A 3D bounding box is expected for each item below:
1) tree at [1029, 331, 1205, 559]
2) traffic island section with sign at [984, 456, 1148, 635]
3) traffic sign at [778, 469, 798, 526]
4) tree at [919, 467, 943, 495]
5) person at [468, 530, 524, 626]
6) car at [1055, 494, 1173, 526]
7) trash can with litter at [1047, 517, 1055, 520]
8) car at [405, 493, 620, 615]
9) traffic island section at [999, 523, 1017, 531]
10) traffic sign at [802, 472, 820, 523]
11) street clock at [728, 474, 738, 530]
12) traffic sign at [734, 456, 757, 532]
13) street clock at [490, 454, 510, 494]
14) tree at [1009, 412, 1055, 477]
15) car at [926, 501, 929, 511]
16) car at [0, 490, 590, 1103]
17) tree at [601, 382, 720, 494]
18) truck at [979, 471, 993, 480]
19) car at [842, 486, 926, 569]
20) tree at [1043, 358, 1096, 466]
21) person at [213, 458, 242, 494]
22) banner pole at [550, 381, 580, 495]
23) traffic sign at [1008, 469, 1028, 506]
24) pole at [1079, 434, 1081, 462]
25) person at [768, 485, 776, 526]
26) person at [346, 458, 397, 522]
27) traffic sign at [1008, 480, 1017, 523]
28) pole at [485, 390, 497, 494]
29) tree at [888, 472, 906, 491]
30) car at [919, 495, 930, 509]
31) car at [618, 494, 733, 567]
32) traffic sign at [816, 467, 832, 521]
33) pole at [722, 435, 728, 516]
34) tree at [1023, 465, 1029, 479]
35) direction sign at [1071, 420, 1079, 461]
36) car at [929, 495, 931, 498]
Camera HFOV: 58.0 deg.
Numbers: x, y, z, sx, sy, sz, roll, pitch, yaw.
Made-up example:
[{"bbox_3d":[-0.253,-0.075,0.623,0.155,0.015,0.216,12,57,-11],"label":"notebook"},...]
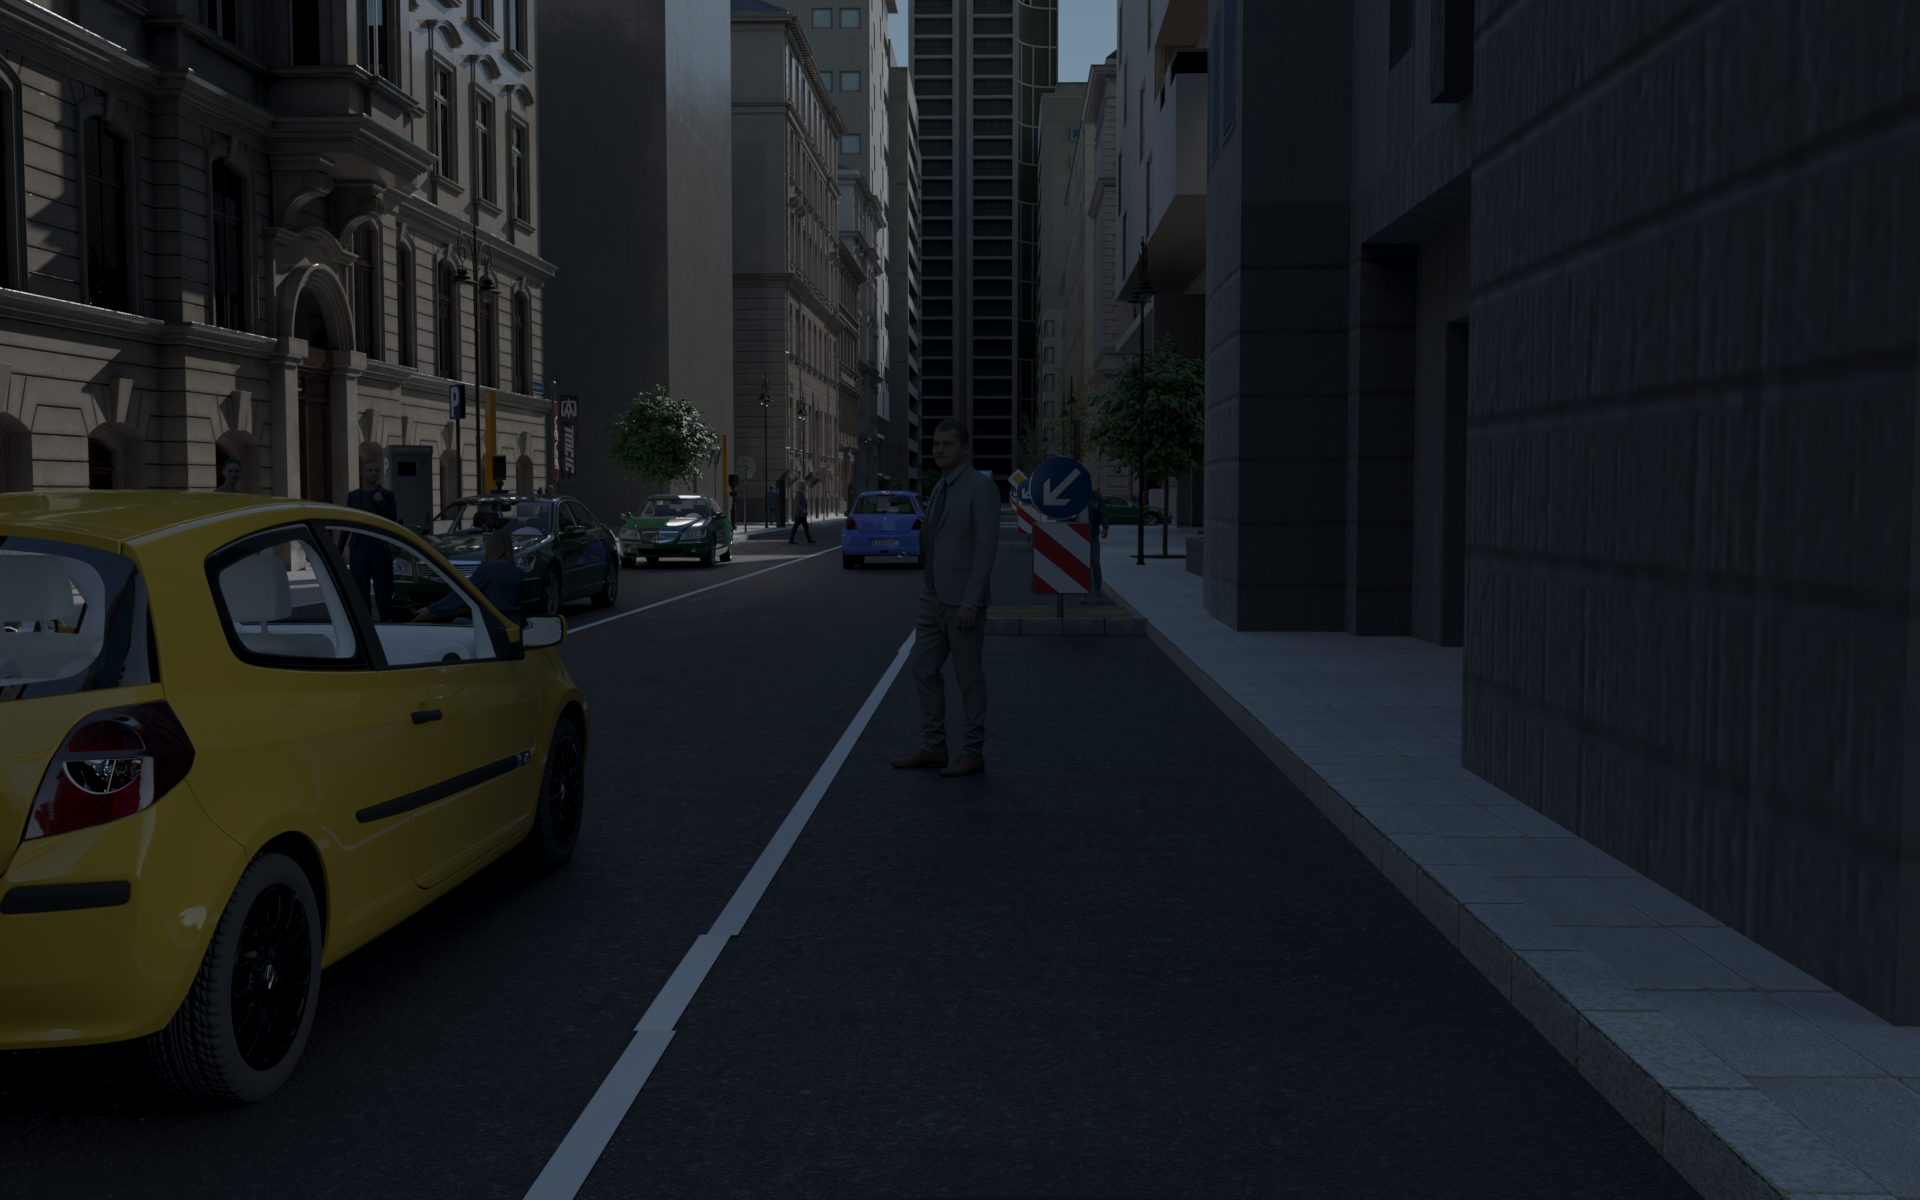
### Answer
[{"bbox_3d":[4.193,-3.130,34.896,4.285,4.588,4.351,0,3,0],"label":"tree"},{"bbox_3d":[0.958,-0.612,18.633,1.989,1.847,2.006,0,4,2],"label":"traffic island section with sign"},{"bbox_3d":[-6.802,-3.971,68.571,0.795,2.450,0.064,0,4,2],"label":"traffic sign"},{"bbox_3d":[-3.455,-13.743,208.415,4.285,4.588,4.351,0,3,0],"label":"tree"},{"bbox_3d":[-3.808,0.019,13.693,1.012,1.151,0.738,-3,5,-41],"label":"person"},{"bbox_3d":[6.395,-3.681,71.978,4.920,1.459,2.131,0,4,1],"label":"car"},{"bbox_3d":[4.744,-4.591,86.446,0.624,1.170,1.055,-2,4,-30],"label":"trash can with litter"},{"bbox_3d":[-5.378,-0.547,20.748,2.131,1.459,4.920,0,4,2],"label":"car"},{"bbox_3d":[2.312,-2.819,68.379,2.009,0.180,2.903,0,4,2],"label":"traffic island section"},{"bbox_3d":[-6.583,-4.459,76.553,0.795,2.450,0.064,0,4,2],"label":"traffic sign"},{"bbox_3d":[-8.033,-3.477,61.417,0.358,2.002,0.471,1,4,12],"label":"street clock"},{"bbox_3d":[-7.196,-3.544,58.046,0.768,2.556,0.104,0,4,3],"label":"traffic sign"},{"bbox_3d":[-8.416,-1.658,31.683,0.358,2.002,0.471,-1,4,-18],"label":"street clock"},{"bbox_3d":[6.494,-12.487,154.523,4.360,8.622,3.978,0,3,0],"label":"tree"},{"bbox_3d":[-0.659,-4.679,85.302,1.959,1.807,4.718,0,4,3],"label":"car"},{"bbox_3d":[-2.403,0.287,5.531,2.015,1.641,3.980,0,4,2],"label":"car"},{"bbox_3d":[-8.668,-4.079,50.403,4.285,4.588,4.351,0,3,0],"label":"tree"},{"bbox_3d":[2.573,-12.476,193.748,2.967,4.110,18.799,0,4,1],"label":"truck"},{"bbox_3d":[-1.383,-1.525,34.528,1.945,1.707,3.694,0,4,1],"label":"car"},{"bbox_3d":[6.384,-8.827,94.684,4.737,8.622,4.395,0,3,0],"label":"tree"},{"bbox_3d":[-7.045,-0.484,16.747,0.374,1.781,0.599,1,4,13],"label":"person"},{"bbox_3d":[-8.802,-2.961,38.430,0.863,3.779,0.401,1,4,15],"label":"banner pole"},{"bbox_3d":[2.289,-3.955,68.302,0.795,2.450,0.064,0,4,2],"label":"traffic sign"},{"bbox_3d":[3.982,-3.952,58.458,0.158,3.312,0.155,0,3,0],"label":"pole"},{"bbox_3d":[-7.866,-3.932,72.974,0.721,1.800,0.419,0,4,3],"label":"person"},{"bbox_3d":[-5.684,-0.473,16.662,0.576,1.772,0.534,-2,4,-26],"label":"person"},{"bbox_3d":[2.507,-4.443,76.284,0.795,2.450,0.064,0,4,2],"label":"traffic sign"},{"bbox_3d":[-9.243,-2.467,34.173,0.158,3.312,0.155,0,3,0],"label":"pole"},{"bbox_3d":[-5.591,-9.642,152.250,1.663,3.219,1.824,0,3,0],"label":"tree"},{"bbox_3d":[-3.027,-7.450,134.392,1.945,1.354,3.894,0,4,0],"label":"car"},{"bbox_3d":[-5.742,-1.443,35.394,2.131,1.459,4.920,0,4,0],"label":"car"},{"bbox_3d":[-6.520,-5.062,82.876,0.768,2.556,0.104,0,4,8],"label":"traffic sign"},{"bbox_3d":[-8.097,-4.033,59.781,0.158,3.312,0.155,0,3,0],"label":"pole"},{"bbox_3d":[7.099,-10.774,159.873,4.285,4.588,4.351,0,3,0],"label":"tree"},{"bbox_3d":[3.540,-3.755,53.395,0.379,3.537,0.876,-1,4,-12],"label":"direction sign"},{"bbox_3d":[-2.160,-9.318,161.947,1.945,1.707,3.694,0,4,1],"label":"car"}]
